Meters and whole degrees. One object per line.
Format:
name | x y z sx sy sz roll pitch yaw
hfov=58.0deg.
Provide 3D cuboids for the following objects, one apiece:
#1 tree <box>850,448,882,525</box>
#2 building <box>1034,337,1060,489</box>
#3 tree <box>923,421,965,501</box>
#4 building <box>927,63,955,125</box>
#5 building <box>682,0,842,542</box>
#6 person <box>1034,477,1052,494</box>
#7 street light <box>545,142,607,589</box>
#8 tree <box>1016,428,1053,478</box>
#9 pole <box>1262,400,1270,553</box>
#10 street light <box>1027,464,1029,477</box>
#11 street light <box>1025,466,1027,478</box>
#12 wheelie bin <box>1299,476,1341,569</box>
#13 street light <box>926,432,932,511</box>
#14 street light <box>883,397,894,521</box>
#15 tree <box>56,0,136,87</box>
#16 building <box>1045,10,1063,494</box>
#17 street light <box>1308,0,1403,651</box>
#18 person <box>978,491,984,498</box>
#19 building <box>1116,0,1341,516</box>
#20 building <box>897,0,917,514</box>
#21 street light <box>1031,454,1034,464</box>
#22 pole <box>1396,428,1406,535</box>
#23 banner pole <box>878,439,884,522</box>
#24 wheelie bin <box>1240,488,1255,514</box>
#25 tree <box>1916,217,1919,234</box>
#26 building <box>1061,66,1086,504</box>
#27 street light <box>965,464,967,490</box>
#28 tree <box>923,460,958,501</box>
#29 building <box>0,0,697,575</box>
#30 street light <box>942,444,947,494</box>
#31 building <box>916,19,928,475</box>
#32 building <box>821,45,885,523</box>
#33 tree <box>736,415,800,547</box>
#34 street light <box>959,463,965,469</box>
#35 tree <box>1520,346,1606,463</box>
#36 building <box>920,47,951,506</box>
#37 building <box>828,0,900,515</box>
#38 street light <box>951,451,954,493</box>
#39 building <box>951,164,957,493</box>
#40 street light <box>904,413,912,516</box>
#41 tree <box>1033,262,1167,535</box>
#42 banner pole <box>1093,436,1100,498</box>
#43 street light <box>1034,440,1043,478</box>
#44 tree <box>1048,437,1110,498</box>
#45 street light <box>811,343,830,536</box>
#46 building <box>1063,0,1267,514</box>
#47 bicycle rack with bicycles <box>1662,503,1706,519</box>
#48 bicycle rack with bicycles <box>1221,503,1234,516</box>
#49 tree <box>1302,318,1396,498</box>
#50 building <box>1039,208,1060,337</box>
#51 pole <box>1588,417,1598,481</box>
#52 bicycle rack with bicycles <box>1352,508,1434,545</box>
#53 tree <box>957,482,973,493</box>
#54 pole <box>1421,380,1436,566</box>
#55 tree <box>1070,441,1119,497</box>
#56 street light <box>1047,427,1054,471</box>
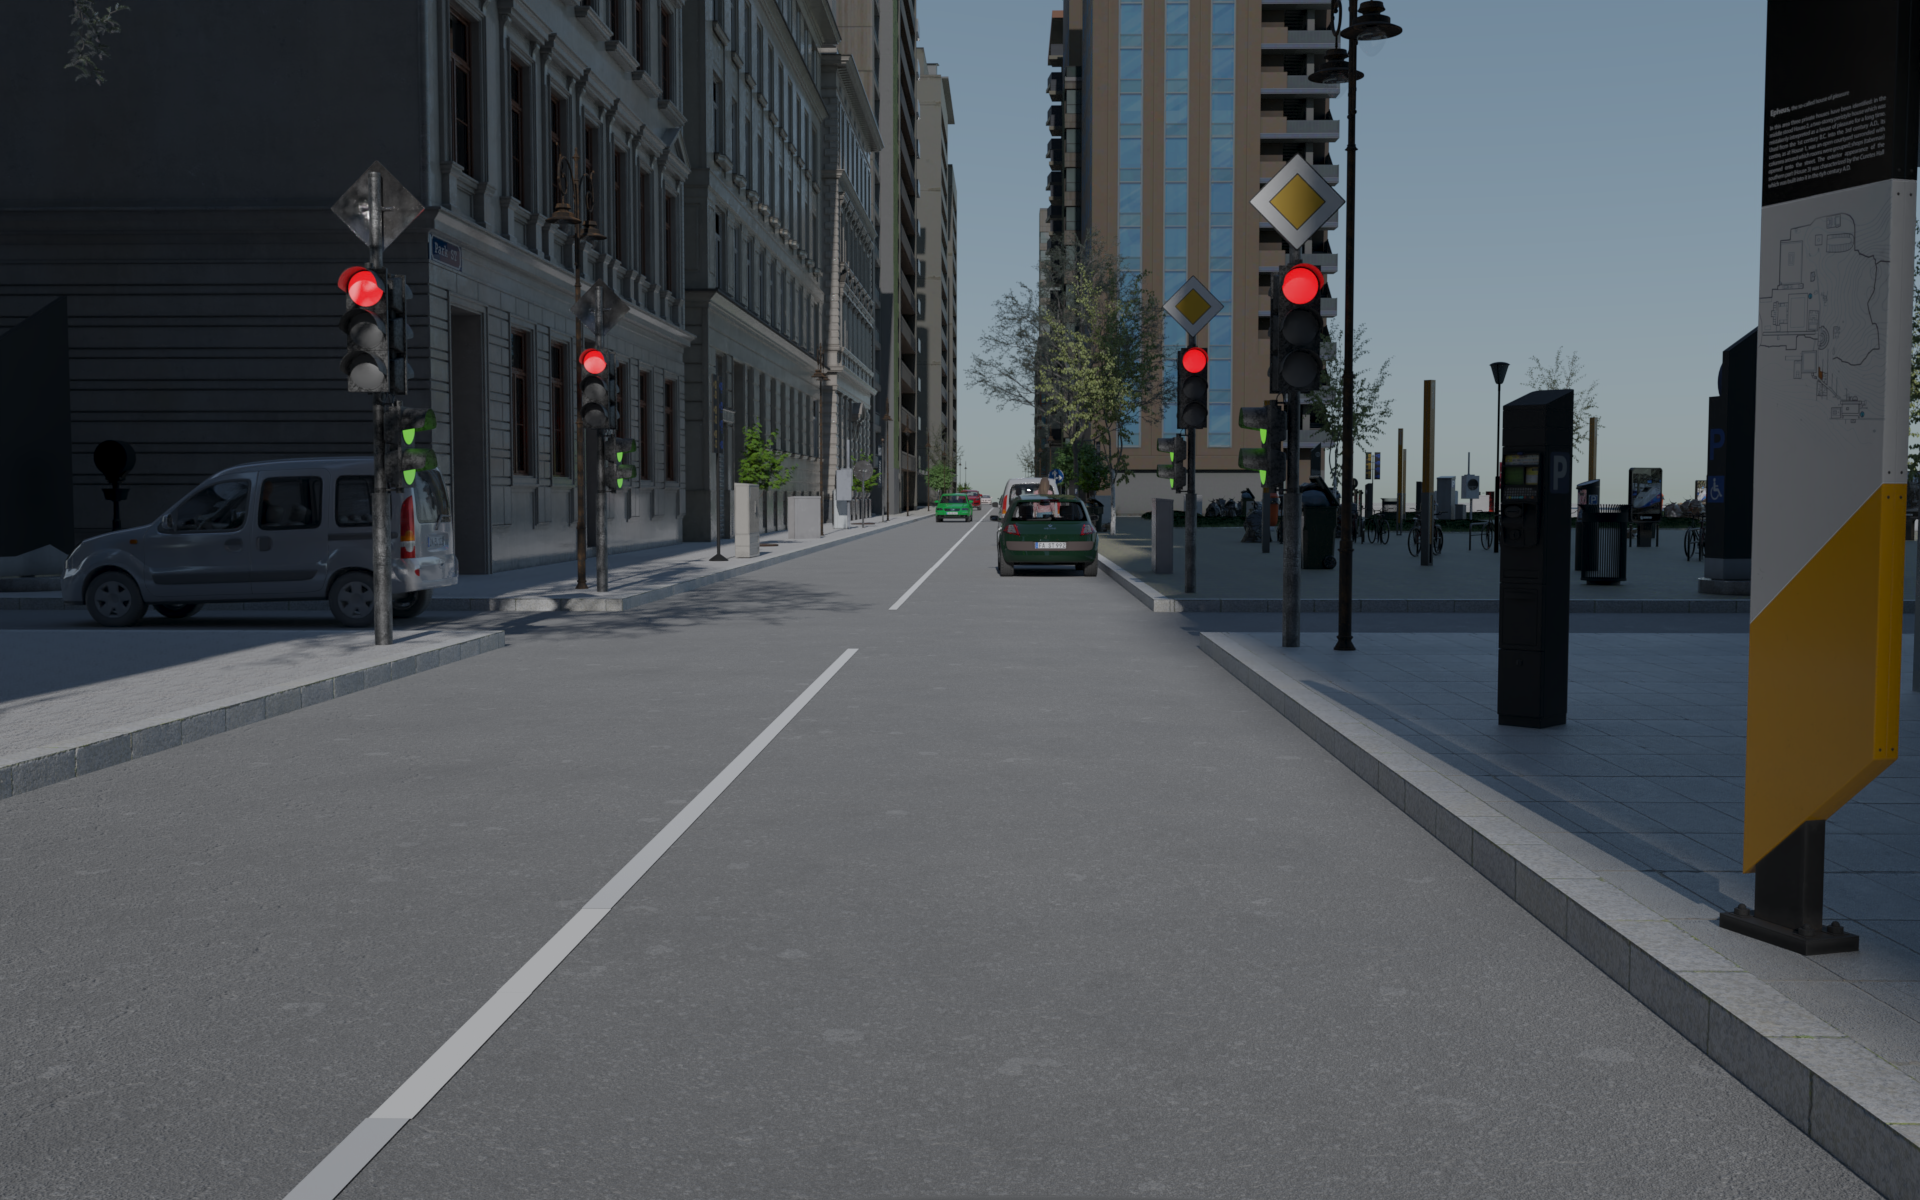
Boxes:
tree | -4.118 -4.797 73.026 1.663 3.219 1.824 0 3 0
building | 22.787 -21.963 204.142 27.650 21.520 28.899 0 4 2
tree | -1.928 -13.562 172.102 4.360 8.622 3.978 0 3 0
building | -15.325 -38.415 217.317 28.713 52.752 27.495 0 4 2
building | -13.509 -13.856 59.832 16.112 22.955 30.059 0 4 2
person | 1.977 -1.941 40.238 0.555 1.821 0.388 0 4 -1
street light | -5.118 -3.087 23.265 0.468 5.910 1.993 0 4 2
tree | 8.272 -14.397 185.760 4.360 8.622 3.978 0 3 0
pole | 6.675 -2.684 37.718 0.158 3.312 0.155 0 3 0
street light | 8.161 -13.696 196.715 0.468 5.910 1.993 0 4 2
street light | 8.910 -15.495 226.131 0.468 5.910 1.993 0 4 2
wheelie bin | 6.093 -1.332 29.679 0.693 1.594 0.980 0 4 -4
street light | -2.341 -9.544 128.825 0.468 5.910 1.993 0 4 2
street light | -3.446 -6.714 82.565 0.468 5.910 1.993 0 4 2
tree | -6.154 -5.951 7.670 12.009 13.543 11.850 0 3 0
building | 18.948 -30.736 157.163 22.147 44.769 28.867 0 4 2
street light | 3.166 -2.525 14.076 0.468 5.910 1.993 0 4 2
person | 2.341 -12.932 219.956 1.348 1.821 0.705 1 4 12
building | 14.620 -27.843 105.352 14.600 45.320 14.200 0 4 2
building | -14.246 -30.509 122.518 21.300 48.544 21.600 0 4 2
street light | 7.564 -12.264 173.303 0.468 5.910 1.993 0 4 2
pole | 13.644 -3.661 53.704 0.158 3.312 0.155 0 3 0
banner pole | -3.551 -5.381 77.998 0.401 3.779 0.863 1 4 17
wheelie bin | 14.267 -4.774 85.967 0.693 1.594 0.980 0 4 0
tree | 23.568 -5.552 41.146 4.737 8.622 4.395 0 3 0
building | 14.053 -21.333 120.502 14.160 30.474 14.107 0 4 2
street light | 0.802 -16.438 241.544 0.468 5.910 1.993 0 4 2
tree | -1.880 -11.198 166.807 4.285 4.588 4.351 0 3 0
building | -12.343 -12.115 34.245 11.583 22.565 21.152 0 4 2
street light | -1.425 -11.363 158.568 0.468 5.910 1.993 0 4 2
building | -14.908 -32.349 148.509 23.786 49.044 30.456 0 4 2
building | -9.885 -15.645 84.681 11.050 23.489 19.941 0 4 2
tree | -5.015 -2.924 42.417 1.663 3.219 1.824 0 3 0
street light | 0.017 -14.639 212.129 0.468 5.910 1.993 0 4 2
tree | 30.008 -8.369 87.189 4.360 8.622 3.978 0 3 0
building | -12.348 -34.811 192.855 21.300 48.544 21.600 0 4 2
building | -11.138 -25.749 104.585 14.154 41.232 14.086 0 4 2
street light | -0.823 -12.840 182.716 0.468 5.910 1.993 0 4 2
building | -11.357 -37.807 241.850 21.300 48.544 21.600 0 4 2
street light | -3.003 -7.744 99.407 0.468 5.910 1.993 0 4 2
tree | 4.630 -6.352 54.215 4.737 8.622 4.395 0 3 0
banner pole | 5.697 -5.031 72.266 0.401 3.779 0.863 -1 4 -18
street light | 6.655 -10.465 143.891 0.468 5.910 1.993 0 4 2
tree | 6.144 -6.534 90.545 4.285 4.588 4.351 0 3 0
street light | -4.258 -4.912 53.092 0.468 5.910 1.993 0 4 2
building | 15.090 -29.632 134.602 14.600 45.320 14.200 0 4 2
bicycle rack with bicycles | 27.903 -3.312 67.535 2.852 0.926 2.925 2 4 32
bicycle rack with bicycles | 12.231 -3.708 74.014 2.852 0.926 2.925 1 4 11
tree | 16.149 -7.527 73.427 4.737 8.622 4.395 0 3 0
building | 18.311 -34.586 249.077 14.154 41.232 14.086 0 4 2
pole | 16.790 -3.190 46.001 0.158 3.312 0.155 0 3 0
bicycle rack with bicycles | 11.231 -1.931 44.958 2.852 0.926 2.925 1 4 16
tree | 0.757 -15.425 246.793 1.663 3.219 1.824 0 3 0
pole | 8.381 -2.272 30.998 0.158 3.312 0.155 0 3 0
tree | 4.569 -4.074 61.214 1.663 3.219 1.824 0 3 0
street light | 5.949 -8.630 113.883 0.468 5.910 1.993 0 4 2
